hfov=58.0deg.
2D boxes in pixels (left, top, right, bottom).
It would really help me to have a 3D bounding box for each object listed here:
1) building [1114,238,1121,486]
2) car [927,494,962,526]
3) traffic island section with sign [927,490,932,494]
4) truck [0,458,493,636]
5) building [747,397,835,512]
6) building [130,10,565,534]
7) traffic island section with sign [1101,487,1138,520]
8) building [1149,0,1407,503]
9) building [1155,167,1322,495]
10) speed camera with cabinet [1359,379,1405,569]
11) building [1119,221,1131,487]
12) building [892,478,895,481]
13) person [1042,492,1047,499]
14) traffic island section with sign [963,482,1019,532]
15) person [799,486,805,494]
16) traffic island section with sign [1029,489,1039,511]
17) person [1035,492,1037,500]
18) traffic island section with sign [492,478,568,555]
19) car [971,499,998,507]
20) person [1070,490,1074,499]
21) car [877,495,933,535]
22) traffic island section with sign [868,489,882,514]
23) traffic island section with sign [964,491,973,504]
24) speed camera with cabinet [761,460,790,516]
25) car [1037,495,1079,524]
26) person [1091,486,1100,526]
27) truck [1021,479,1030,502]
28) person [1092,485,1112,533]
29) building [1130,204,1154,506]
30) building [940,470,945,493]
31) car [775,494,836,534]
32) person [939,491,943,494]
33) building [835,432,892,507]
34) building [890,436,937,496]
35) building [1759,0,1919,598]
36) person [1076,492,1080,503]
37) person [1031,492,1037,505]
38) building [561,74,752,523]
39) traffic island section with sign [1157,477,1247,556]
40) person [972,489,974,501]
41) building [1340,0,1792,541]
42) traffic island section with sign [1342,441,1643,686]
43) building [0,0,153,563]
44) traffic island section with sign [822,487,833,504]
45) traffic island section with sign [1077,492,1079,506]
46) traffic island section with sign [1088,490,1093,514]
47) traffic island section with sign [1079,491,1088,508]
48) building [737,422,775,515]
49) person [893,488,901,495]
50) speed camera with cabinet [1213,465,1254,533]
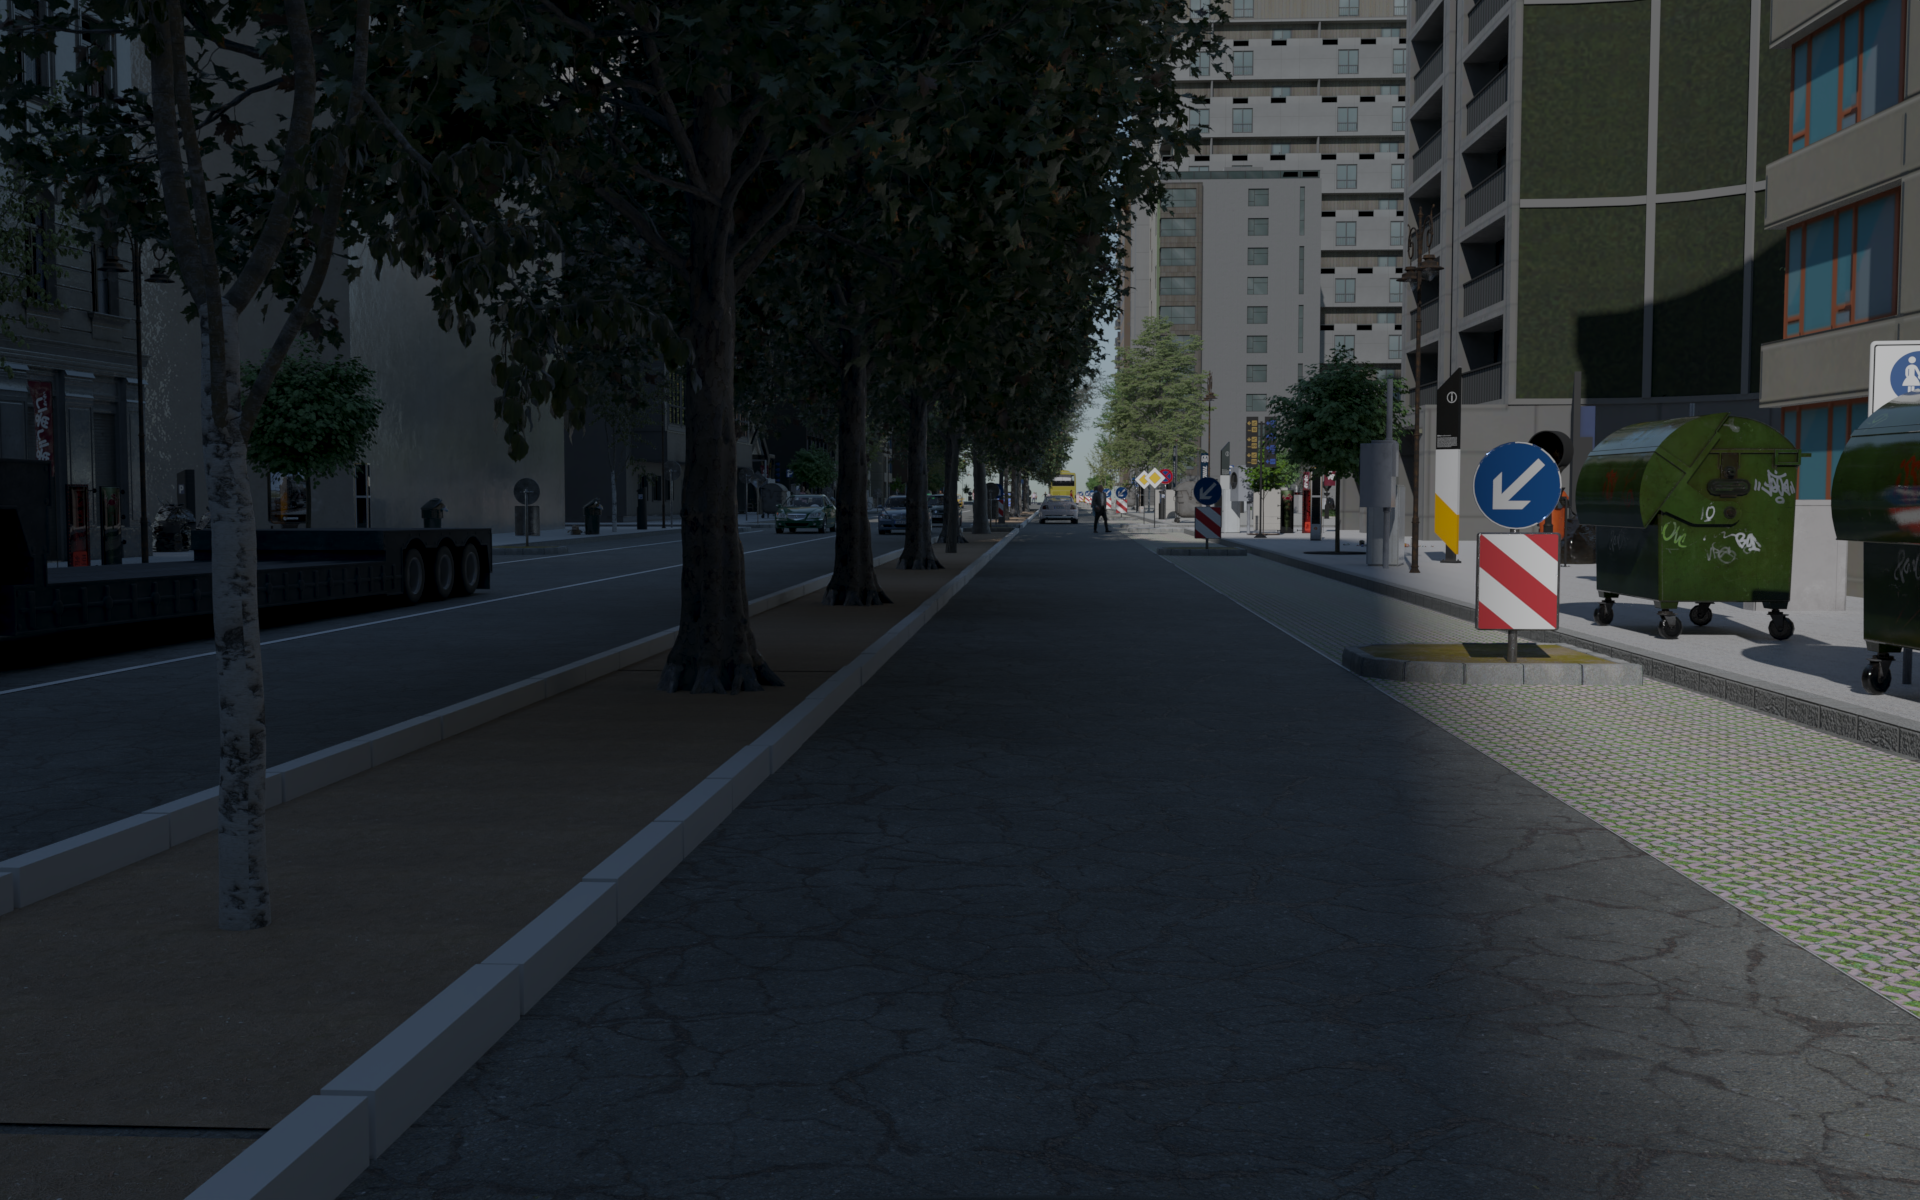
[{"bbox_3d":[37.213,-38.964,291.688,22.147,44.769,28.867,0,4,3],"label":"building"},{"bbox_3d":[-0.875,-4.056,76.097,2.009,1.686,4.222,0,4,5],"label":"car"},{"bbox_3d":[-3.116,-10.069,173.262,1.989,1.847,2.006,0,4,3],"label":"traffic island section with sign"},{"bbox_3d":[-8.572,-1.587,15.698,2.967,4.110,18.799,0,4,4],"label":"truck"},{"bbox_3d":[-16.609,-18.435,131.088,12.332,23.373,15.834,0,4,3],"label":"building"},{"bbox_3d":[-32.064,-15.285,54.418,34.151,26.468,19.350,0,4,3],"label":"building"},{"bbox_3d":[8.692,-5.261,94.640,1.989,1.847,2.006,0,4,3],"label":"traffic island section with sign"},{"bbox_3d":[33.466,-35.940,176.861,28.713,52.752,27.495,0,4,3],"label":"building"},{"bbox_3d":[24.756,-23.580,157.236,14.160,30.474,14.107,0,4,3],"label":"building"},{"bbox_3d":[7.470,-2.219,30.611,0.660,3.252,2.038,1,4,21],"label":"speed camera with cabinet"},{"bbox_3d":[29.551,-36.181,241.671,14.600,45.320,14.200,0,4,3],"label":"building"},{"bbox_3d":[-21.732,-36.907,192.675,28.713,52.752,27.495,0,4,3],"label":"building"},{"bbox_3d":[13.215,-15.850,267.658,1.348,1.822,0.705,-1,4,-11],"label":"person"},{"bbox_3d":[1.138,-3.541,66.026,2.006,1.907,1.989,0,4,3],"label":"traffic island section with sign"},{"bbox_3d":[-7.732,-4.705,85.441,0.388,1.821,0.555,1,4,21],"label":"person"},{"bbox_3d":[5.790,-8.581,148.441,2.006,1.907,1.989,0,4,3],"label":"traffic island section with sign"},{"bbox_3d":[13.222,-17.720,299.014,0.721,1.735,1.217,0,4,-6],"label":"person"},{"bbox_3d":[-10.541,-2.021,41.673,1.989,1.847,2.006,0,4,3],"label":"traffic island section with sign"},{"bbox_3d":[1.906,-7.444,131.498,2.009,1.686,4.222,0,4,4],"label":"car"},{"bbox_3d":[10.660,-9.591,165.246,0.705,1.831,1.348,1,4,12],"label":"person"},{"bbox_3d":[-1.963,-3.104,62.746,2.014,1.417,4.499,0,4,2],"label":"car"},{"bbox_3d":[-5.886,-7.064,124.124,1.989,1.847,2.006,0,4,3],"label":"traffic island section with sign"},{"bbox_3d":[1.555,-15.124,255.903,1.989,1.847,2.006,0,4,3],"label":"traffic island section with sign"},{"bbox_3d":[-10.692,-6.486,100.389,2.038,3.252,0.660,3,5,45],"label":"speed camera with cabinet"},{"bbox_3d":[4.792,-4.411,84.487,2.083,1.381,4.827,0,4,2],"label":"car"},{"bbox_3d":[6.032,-4.166,76.872,0.793,1.790,0.793,-1,4,-18],"label":"person"},{"bbox_3d":[9.942,-17.892,282.291,2.967,4.110,18.799,0,4,3],"label":"truck"},{"bbox_3d":[5.238,-3.370,63.995,0.661,1.777,0.834,-3,4,-38],"label":"person"},{"bbox_3d":[30.758,-40.547,204.941,21.231,58.520,28.212,0,4,3],"label":"building"},{"bbox_3d":[-15.460,-27.045,287.230,27.650,21.520,28.899,0,4,3],"label":"building"},{"bbox_3d":[-5.684,-3.218,64.404,2.131,1.459,4.920,0,4,4],"label":"car"},{"bbox_3d":[-2.141,-11.143,190.788,1.348,1.812,0.705,1,4,17],"label":"person"},{"bbox_3d":[-21.653,-19.565,164.919,27.650,21.520,28.899,0,4,3],"label":"building"},{"bbox_3d":[-10.518,-37.556,264.146,14.600,45.320,14.200,0,4,3],"label":"building"},{"bbox_3d":[24.324,-10.021,8.878,27.650,21.520,28.899,0,4,3],"label":"building"},{"bbox_3d":[17.966,-15.574,263.796,0.551,1.740,0.621,-1,4,-14],"label":"person"},{"bbox_3d":[10.096,-13.906,236.795,0.756,1.711,0.436,1,4,18],"label":"person"},{"bbox_3d":[-19.715,-18.061,88.810,14.314,27.812,24.014,0,4,3],"label":"building"},{"bbox_3d":[5.659,-1.967,40.788,1.989,1.847,2.006,0,4,3],"label":"traffic island section with sign"},{"bbox_3d":[1.028,-6.743,118.762,0.388,1.821,0.555,0,4,2],"label":"person"},{"bbox_3d":[23.171,-37.377,49.372,20.563,71.187,20.611,0,4,3],"label":"building"},{"bbox_3d":[4.147,-0.321,13.875,1.989,1.847,2.006,0,4,3],"label":"traffic island section with sign"},{"bbox_3d":[-21.858,-10.849,26.529,9.793,20.994,18.267,0,4,3],"label":"building"},{"bbox_3d":[-7.421,-5.402,96.944,1.989,1.847,2.006,0,4,3],"label":"traffic island section with sign"},{"bbox_3d":[14.646,-11.719,200.238,1.989,1.847,2.006,0,4,3],"label":"traffic island section with sign"},{"bbox_3d":[10.269,-6.966,122.522,1.989,1.847,2.006,0,4,3],"label":"traffic island section with sign"},{"bbox_3d":[13.138,-10.070,173.279,1.989,1.847,2.006,0,4,3],"label":"traffic island section with sign"},{"bbox_3d":[-20.440,-14.806,109.534,16.820,18.784,16.811,0,4,3],"label":"building"},{"bbox_3d":[-5.135,-8.152,141.153,0.474,1.900,0.648,2,4,31],"label":"person"},{"bbox_3d":[8.910,-3.801,56.486,0.660,3.252,2.038,-1,4,-15],"label":"speed camera with cabinet"}]
